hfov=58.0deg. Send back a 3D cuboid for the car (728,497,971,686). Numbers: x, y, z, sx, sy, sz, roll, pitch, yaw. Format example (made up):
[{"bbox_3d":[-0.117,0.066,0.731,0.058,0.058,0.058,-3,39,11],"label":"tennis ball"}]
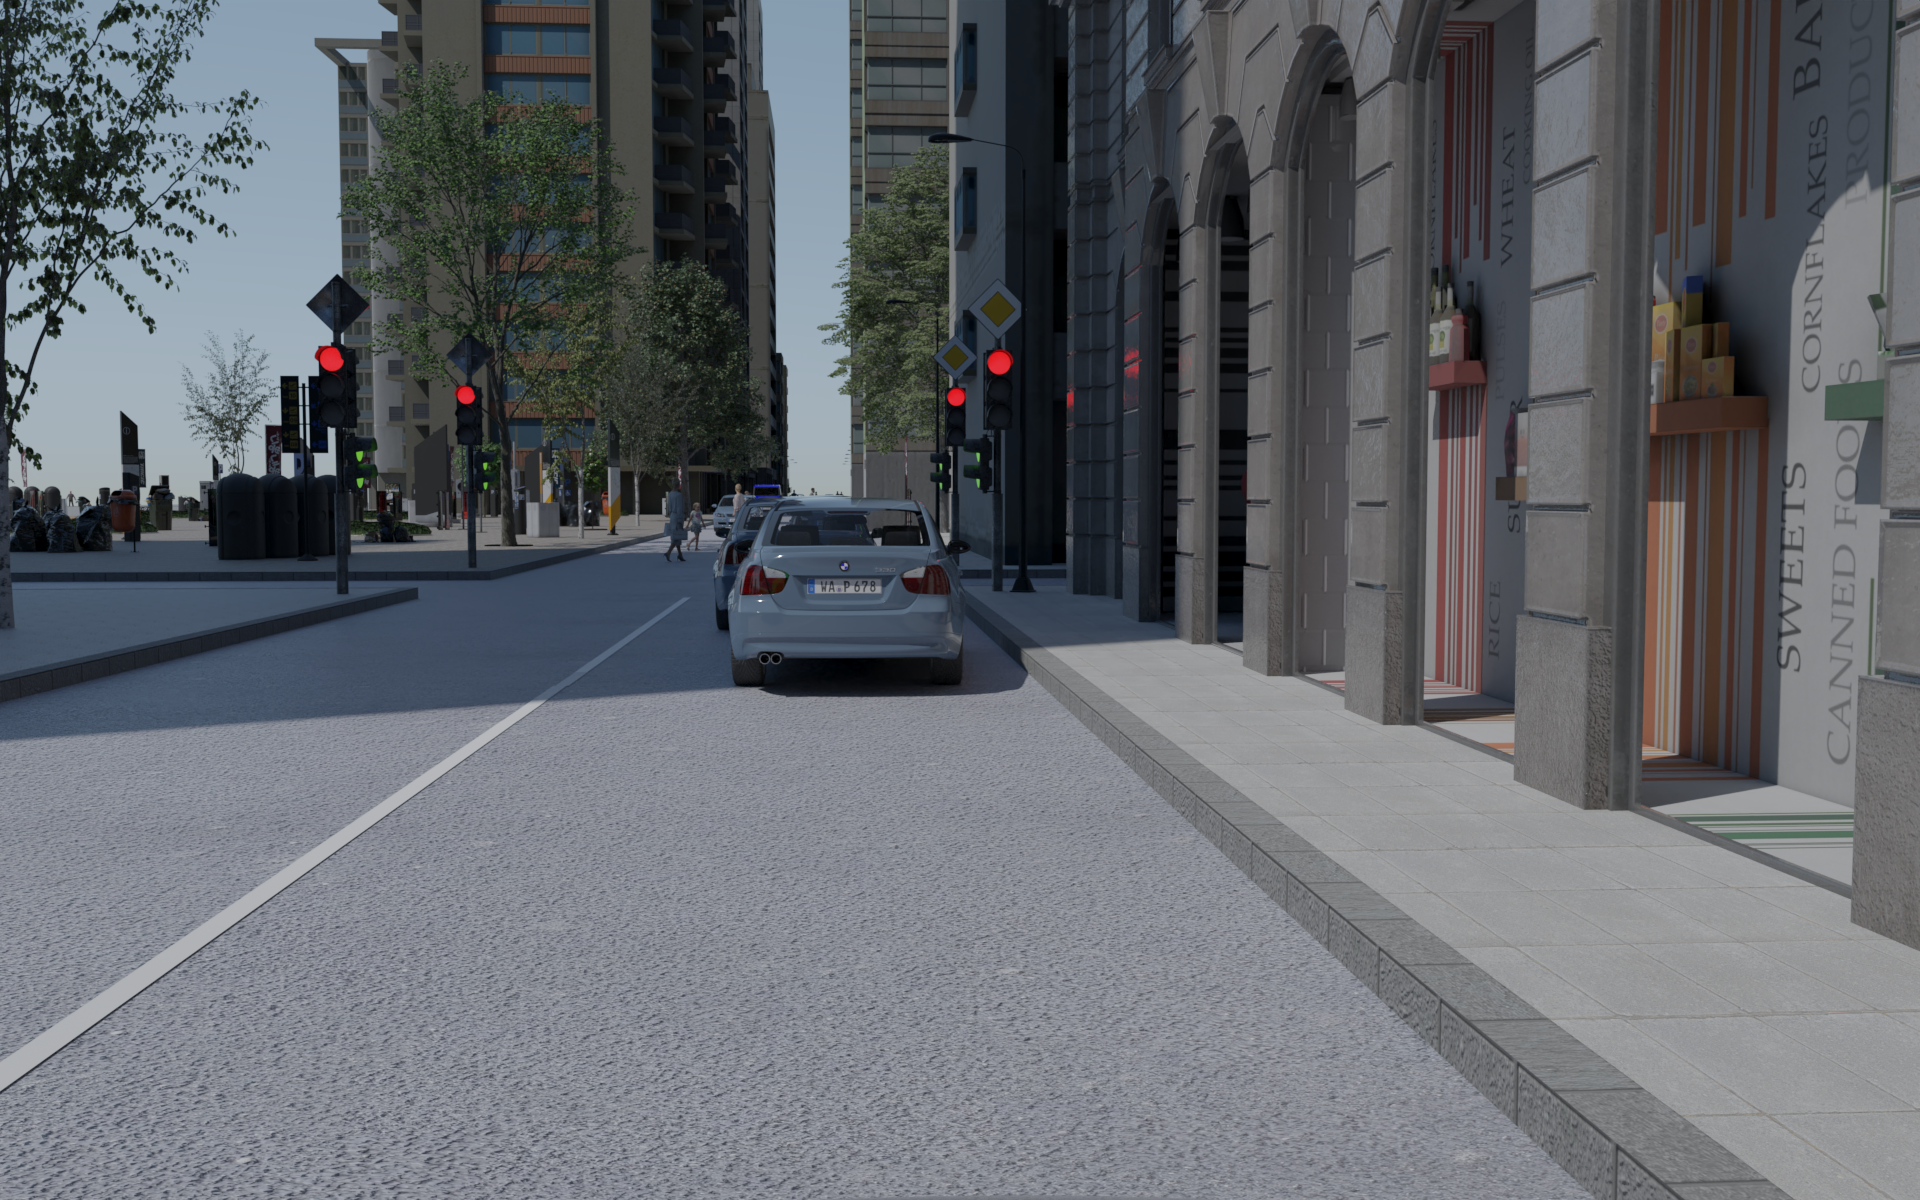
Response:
[{"bbox_3d":[-0.892,-0.139,14.270,2.014,1.417,4.499,0,4,-2],"label":"car"}]

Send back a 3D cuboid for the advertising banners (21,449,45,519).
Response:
[{"bbox_3d":[-35.839,-4.328,66.946,2.074,3.025,0.090,3,5,41],"label":"advertising banners"}]

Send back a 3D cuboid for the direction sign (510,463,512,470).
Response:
[{"bbox_3d":[-23.531,-6.018,90.383,0.379,3.537,0.876,-2,4,-30],"label":"direction sign"}]

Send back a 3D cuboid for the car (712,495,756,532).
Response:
[{"bbox_3d":[-8.615,-3.394,67.493,2.014,1.417,4.499,0,4,-4],"label":"car"}]

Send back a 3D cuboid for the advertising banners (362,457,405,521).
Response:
[{"bbox_3d":[-27.540,-5.280,82.513,2.074,3.025,0.090,-2,4,-35],"label":"advertising banners"}]

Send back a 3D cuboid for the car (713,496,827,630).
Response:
[{"bbox_3d":[-1.799,-0.467,19.642,2.014,1.417,4.499,0,4,-4],"label":"car"}]

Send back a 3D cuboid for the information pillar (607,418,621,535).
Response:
[{"bbox_3d":[-10.769,-3.824,53.881,0.183,3.616,0.504,2,4,28],"label":"information pillar"}]

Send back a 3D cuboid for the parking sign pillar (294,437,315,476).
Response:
[{"bbox_3d":[-30.993,-5.715,81.914,1.447,3.967,1.447,3,5,44],"label":"parking sign pillar"}]

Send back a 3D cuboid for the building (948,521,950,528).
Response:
[{"bbox_3d":[2.934,-23.751,71.928,14.154,41.232,14.086,0,4,-4],"label":"building"}]

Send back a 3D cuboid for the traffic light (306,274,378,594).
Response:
[{"bbox_3d":[-7.916,-2.032,22.136,0.839,4.253,0.868,0,4,-4],"label":"traffic light"}]

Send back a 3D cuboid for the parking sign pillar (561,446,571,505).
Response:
[{"bbox_3d":[-22.081,-6.604,96.443,1.447,3.967,1.447,-2,4,-33],"label":"parking sign pillar"}]

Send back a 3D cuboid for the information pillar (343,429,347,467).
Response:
[{"bbox_3d":[-21.969,-4.295,61.573,0.183,3.616,0.504,1,4,17],"label":"information pillar"}]

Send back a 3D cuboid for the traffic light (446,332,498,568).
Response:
[{"bbox_3d":[-8.492,-2.519,30.101,0.839,4.253,0.868,0,4,-4],"label":"traffic light"}]

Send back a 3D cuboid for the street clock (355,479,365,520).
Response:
[{"bbox_3d":[-23.875,-3.930,68.820,0.471,2.002,0.358,3,4,37],"label":"street clock"}]

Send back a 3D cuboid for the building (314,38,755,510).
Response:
[{"bbox_3d":[-33.638,-27.661,144.139,32.217,40.220,23.993,0,4,-4],"label":"building"}]

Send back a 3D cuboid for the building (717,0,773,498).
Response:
[{"bbox_3d":[-36.267,-49.544,248.302,20.563,71.187,20.611,0,4,-4],"label":"building"}]

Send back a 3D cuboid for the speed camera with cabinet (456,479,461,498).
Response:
[{"bbox_3d":[-30.493,-6.681,103.565,2.038,3.252,0.660,-1,4,-15],"label":"speed camera with cabinet"}]

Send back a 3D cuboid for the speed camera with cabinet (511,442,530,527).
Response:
[{"bbox_3d":[-17.019,-4.399,66.263,0.660,3.252,2.038,0,4,1],"label":"speed camera with cabinet"}]

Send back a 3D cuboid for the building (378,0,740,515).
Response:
[{"bbox_3d":[-26.674,-28.344,118.052,22.147,44.769,28.867,0,4,-4],"label":"building"}]

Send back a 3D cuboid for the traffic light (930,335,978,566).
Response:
[{"bbox_3d":[-0.103,-2.557,30.721,0.839,4.253,0.868,0,4,-4],"label":"traffic light"}]

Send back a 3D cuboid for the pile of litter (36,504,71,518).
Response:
[{"bbox_3d":[-41.573,-3.944,78.450,1.719,0.858,1.176,0,4,1],"label":"pile of litter"}]

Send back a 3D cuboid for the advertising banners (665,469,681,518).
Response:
[{"bbox_3d":[-15.425,-5.939,93.295,0.090,3.025,2.074,-2,4,-35],"label":"advertising banners"}]

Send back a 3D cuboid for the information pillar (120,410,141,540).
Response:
[{"bbox_3d":[-23.379,-3.512,48.777,0.183,3.616,0.504,3,4,36],"label":"information pillar"}]

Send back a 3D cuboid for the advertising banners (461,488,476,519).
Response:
[{"bbox_3d":[-25.240,-5.634,88.307,2.074,3.025,0.090,1,4,14],"label":"advertising banners"}]

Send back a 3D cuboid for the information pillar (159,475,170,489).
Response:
[{"bbox_3d":[-30.669,-3.810,66.790,0.304,2.012,0.304,-3,4,-39],"label":"information pillar"}]

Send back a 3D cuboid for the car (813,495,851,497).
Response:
[{"bbox_3d":[-3.132,-1.778,41.068,2.014,1.417,4.499,0,4,-3],"label":"car"}]

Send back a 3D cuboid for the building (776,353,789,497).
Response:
[{"bbox_3d":[-36.584,-23.241,225.022,27.650,21.520,28.899,0,4,-4],"label":"building"}]

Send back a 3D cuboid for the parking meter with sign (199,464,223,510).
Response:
[{"bbox_3d":[-43.773,-6.385,100.658,1.738,3.016,0.543,0,4,6],"label":"parking meter with sign"}]

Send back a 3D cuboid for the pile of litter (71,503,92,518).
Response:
[{"bbox_3d":[-43.933,-4.448,86.694,1.176,0.858,1.719,-2,4,-32],"label":"pile of litter"}]

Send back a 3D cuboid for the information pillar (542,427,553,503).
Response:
[{"bbox_3d":[-14.434,-4.235,60.590,0.504,3.616,0.183,3,5,42],"label":"information pillar"}]

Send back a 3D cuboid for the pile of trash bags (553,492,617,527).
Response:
[{"bbox_3d":[-14.774,-3.575,68.212,3.447,1.369,1.912,2,4,35],"label":"pile of trash bags"}]

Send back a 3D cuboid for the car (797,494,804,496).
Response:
[{"bbox_3d":[-16.360,-10.075,174.952,2.015,1.641,3.980,0,4,-4],"label":"car"}]

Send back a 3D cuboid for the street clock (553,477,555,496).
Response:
[{"bbox_3d":[-17.419,-4.228,73.690,0.358,2.002,0.471,1,4,8],"label":"street clock"}]

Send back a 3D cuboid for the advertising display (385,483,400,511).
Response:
[{"bbox_3d":[-33.522,-5.942,102.360,0.974,1.923,0.123,1,4,17],"label":"advertising display"}]

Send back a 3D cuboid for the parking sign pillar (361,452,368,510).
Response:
[{"bbox_3d":[-35.506,-6.997,102.872,1.447,3.967,1.447,-1,4,-10],"label":"parking sign pillar"}]

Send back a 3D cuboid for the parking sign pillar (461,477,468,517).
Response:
[{"bbox_3d":[-22.536,-5.322,75.490,1.447,3.967,1.447,0,4,1],"label":"parking sign pillar"}]

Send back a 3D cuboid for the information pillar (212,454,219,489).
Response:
[{"bbox_3d":[-43.672,-6.745,101.640,0.183,3.616,0.504,1,4,14],"label":"information pillar"}]

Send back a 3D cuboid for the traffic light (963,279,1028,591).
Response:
[{"bbox_3d":[0.473,-2.069,22.757,0.839,4.253,0.868,0,4,-4],"label":"traffic light"}]

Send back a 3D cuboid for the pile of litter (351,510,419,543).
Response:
[{"bbox_3d":[-15.337,-1.965,46.098,1.719,0.858,1.176,-1,4,-10],"label":"pile of litter"}]

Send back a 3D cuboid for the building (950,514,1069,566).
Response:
[{"bbox_3d":[10.508,-25.519,40.943,21.600,48.544,21.300,0,4,-4],"label":"building"}]

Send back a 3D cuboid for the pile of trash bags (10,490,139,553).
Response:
[{"bbox_3d":[-19.563,-1.760,38.526,3.447,1.369,1.912,2,4,25],"label":"pile of trash bags"}]

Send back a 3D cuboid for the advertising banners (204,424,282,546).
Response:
[{"bbox_3d":[-17.753,-2.867,43.067,0.090,3.025,2.074,3,5,44],"label":"advertising banners"}]

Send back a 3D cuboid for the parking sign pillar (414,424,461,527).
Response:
[{"bbox_3d":[-20.466,-4.817,67.224,1.447,3.967,1.447,0,4,6],"label":"parking sign pillar"}]

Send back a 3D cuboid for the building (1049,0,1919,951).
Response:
[{"bbox_3d":[8.075,-10.349,11.012,13.314,21.916,24.055,0,4,-4],"label":"building"}]

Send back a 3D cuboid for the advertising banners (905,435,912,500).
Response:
[{"bbox_3d":[-1.503,-3.312,50.346,0.090,3.025,2.074,0,4,-5],"label":"advertising banners"}]

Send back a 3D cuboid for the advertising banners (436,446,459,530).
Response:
[{"bbox_3d":[-18.483,-4.045,62.319,0.090,3.025,2.074,0,4,1],"label":"advertising banners"}]

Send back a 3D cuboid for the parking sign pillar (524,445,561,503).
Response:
[{"bbox_3d":[-20.937,-5.968,86.042,1.447,3.967,1.447,1,4,12],"label":"parking sign pillar"}]

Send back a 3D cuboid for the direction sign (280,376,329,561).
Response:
[{"bbox_3d":[-12.543,-2.520,33.192,0.876,3.537,0.379,0,4,-2],"label":"direction sign"}]

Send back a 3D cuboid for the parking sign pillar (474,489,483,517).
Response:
[{"bbox_3d":[-27.763,-6.699,97.997,1.447,3.967,1.447,1,4,10],"label":"parking sign pillar"}]

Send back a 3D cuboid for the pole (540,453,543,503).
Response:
[{"bbox_3d":[-20.520,-5.580,85.083,0.158,3.312,0.155,0,3,0],"label":"pole"}]

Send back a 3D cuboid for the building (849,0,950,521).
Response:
[{"bbox_3d":[0.716,-25.385,98.642,14.154,41.232,14.086,0,4,-4],"label":"building"}]

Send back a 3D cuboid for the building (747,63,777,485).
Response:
[{"bbox_3d":[-32.164,-35.169,198.721,21.300,48.544,21.600,0,4,-4],"label":"building"}]
